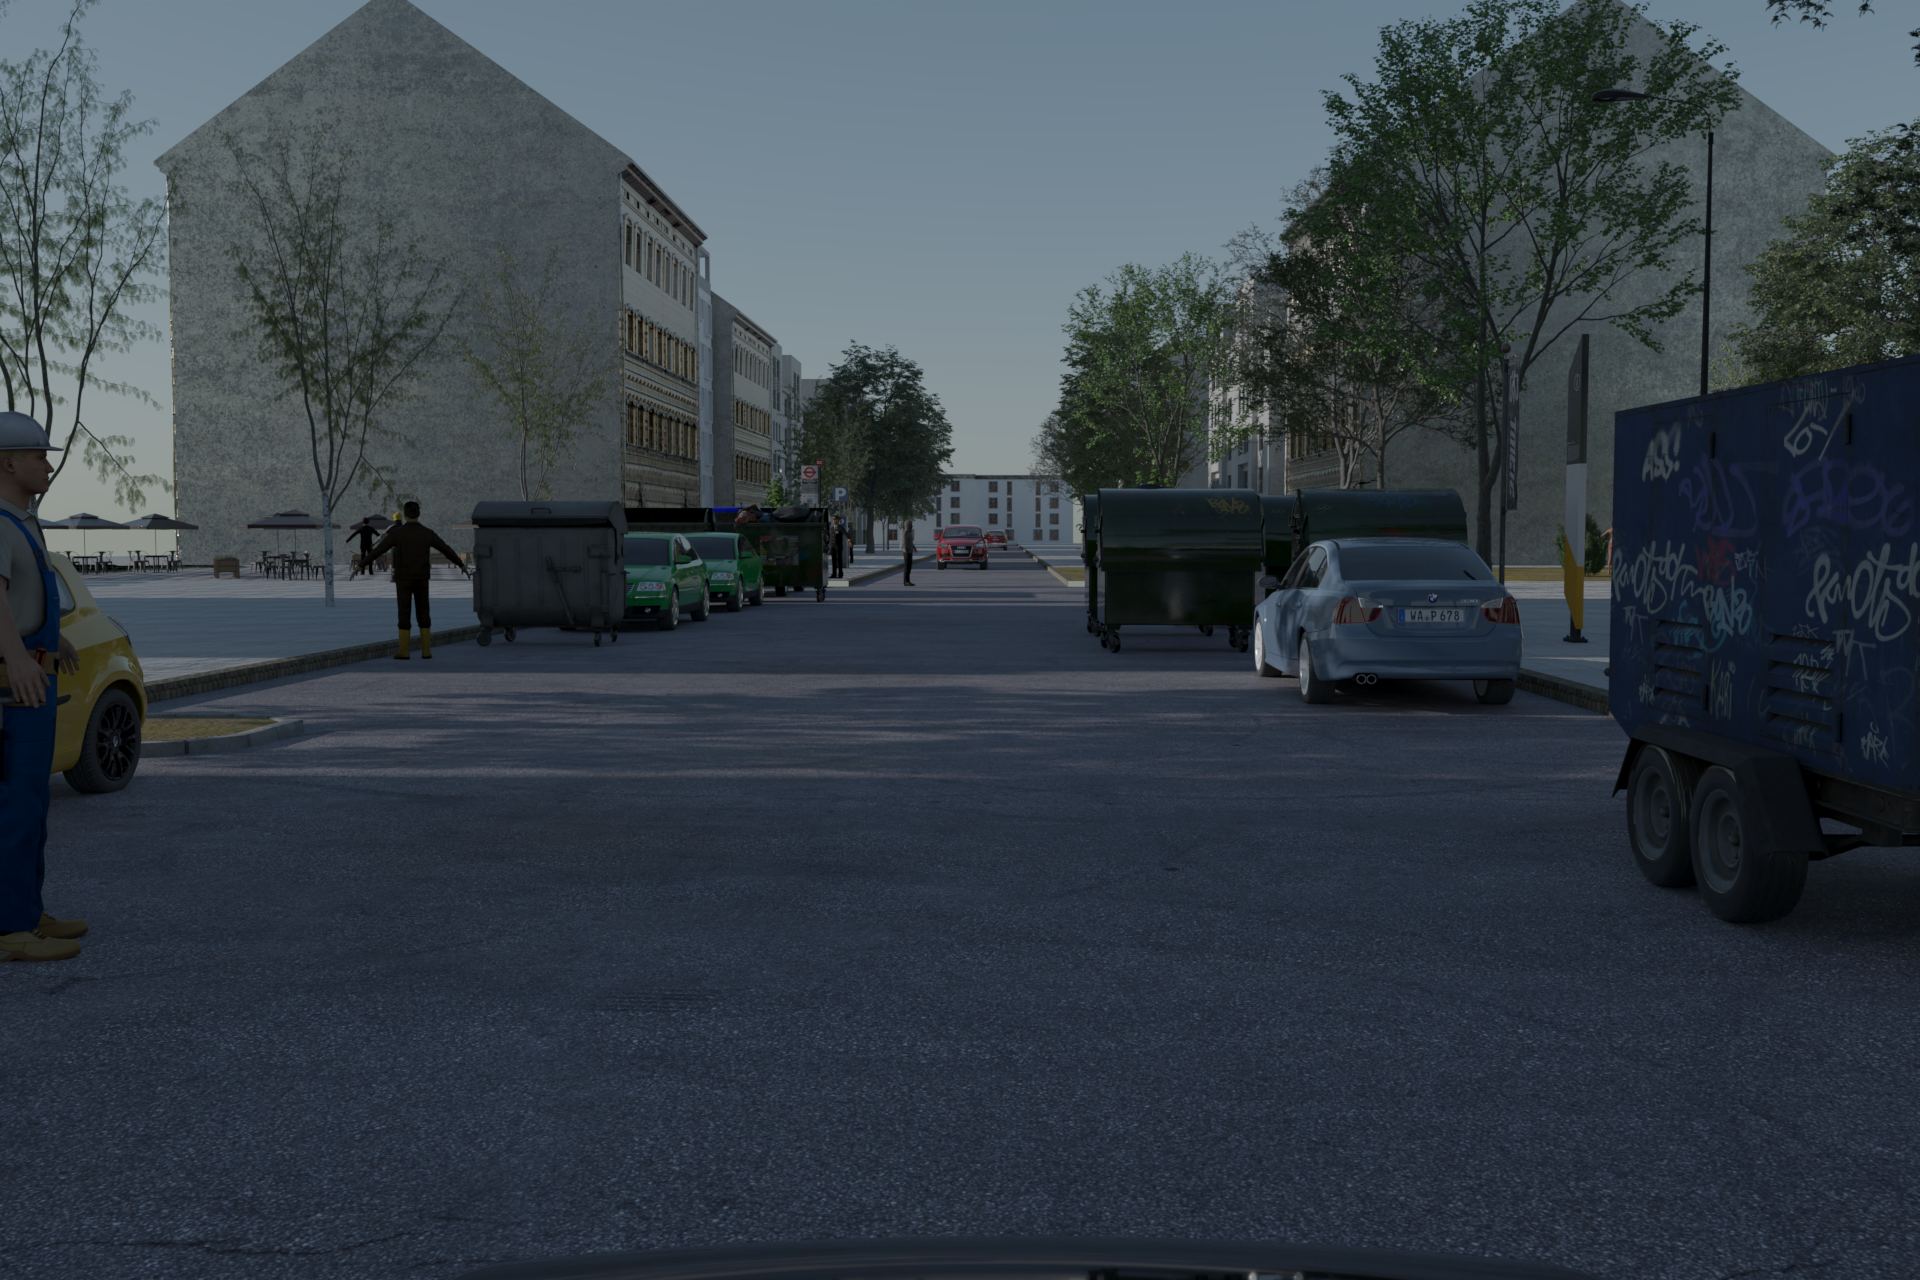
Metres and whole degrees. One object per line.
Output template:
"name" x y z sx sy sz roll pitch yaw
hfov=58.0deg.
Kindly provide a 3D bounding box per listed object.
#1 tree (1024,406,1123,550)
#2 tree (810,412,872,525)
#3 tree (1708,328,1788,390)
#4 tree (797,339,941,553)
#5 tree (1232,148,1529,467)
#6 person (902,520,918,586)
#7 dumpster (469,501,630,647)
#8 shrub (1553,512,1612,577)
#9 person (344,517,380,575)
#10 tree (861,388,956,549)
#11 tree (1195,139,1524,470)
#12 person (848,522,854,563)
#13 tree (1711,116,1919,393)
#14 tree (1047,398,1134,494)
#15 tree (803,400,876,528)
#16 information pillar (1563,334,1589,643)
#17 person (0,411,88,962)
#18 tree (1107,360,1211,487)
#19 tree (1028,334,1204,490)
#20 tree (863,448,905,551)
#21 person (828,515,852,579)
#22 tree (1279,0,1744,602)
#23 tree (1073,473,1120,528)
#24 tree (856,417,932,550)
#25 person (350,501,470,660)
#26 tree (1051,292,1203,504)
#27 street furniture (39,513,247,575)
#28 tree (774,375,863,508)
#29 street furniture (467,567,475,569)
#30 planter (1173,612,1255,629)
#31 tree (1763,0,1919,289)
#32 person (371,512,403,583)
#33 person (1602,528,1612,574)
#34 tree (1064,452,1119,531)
"tree" 10.384 -14.292 144.038 12.009 13.543 11.850 0 3 0
"tree" -6.667 -9.319 102.732 4.360 8.622 3.978 0 3 0
"tree" 28.820 -6.882 62.878 4.737 8.622 4.395 0 3 0
"tree" -5.865 -12.725 114.716 9.857 13.997 8.962 0 3 0
"tree" 10.146 -6.601 42.334 7.601 10.594 8.767 1 4 13
"person" -1.400 -2.396 47.767 0.705 1.813 1.348 1 4 9
"dumpster" -5.311 -0.873 22.493 1.865 1.857 1.264 0 4 1
"shrub" 18.725 -2.917 52.107 1.690 2.028 1.600 0 3 0
"person" -18.609 -2.943 54.300 1.347 1.806 0.705 -1 4 -17
"tree" -5.042 -14.931 150.771 9.857 13.997 8.962 0 3 0
"tree" 11.941 -8.735 53.180 12.009 13.543 11.850 0 3 0
"person" -4.826 -4.276 76.049 0.705 1.813 1.348 -1 4 -10
"tree" 27.864 -8.913 52.389 9.857 13.997 8.962 0 3 0
"tree" 9.327 -11.553 114.646 9.928 11.665 9.643 0 3 0
"tree" -5.997 -8.811 94.421 4.360 8.622 3.978 0 3 0
"information pillar" 7.310 -1.785 20.541 0.183 3.616 0.504 0 4 2
"person" -3.192 0.146 5.923 0.705 1.847 1.347 -1 4 -23
"tree" 7.802 -7.503 73.029 4.360 8.622 3.978 0 3 0
"tree" 9.241 -11.696 101.604 12.009 13.543 11.850 0 3 0
"tree" -5.853 -11.081 131.543 4.360 8.622 3.978 0 3 0
"person" -3.577 -2.695 50.004 1.347 1.837 0.705 3 4 38
"tree" 10.084 -6.529 32.506 9.928 11.665 9.643 0 3 0
"tree" 10.228 -11.219 133.794 4.737 8.622 4.395 0 3 0
"tree" -5.941 -12.487 138.567 8.767 10.594 7.601 1 4 15
"person" -6.278 -0.689 19.852 1.346 1.812 0.704 -2 4 -29
"tree" 7.760 -9.974 81.208 7.486 12.596 7.792 0 3 0
"street furniture" -32.191 -2.914 52.666 14.083 1.986 27.439 0 4 -3
"tree" -6.836 -8.004 81.224 4.737 8.622 4.395 0 3 0
"street furniture" -12.524 -3.041 56.576 9.812 1.723 11.010 1 4 15
"planter" 4.328 -0.368 27.163 1.991 0.319 1.994 0 4 2
"tree" 10.067 -4.766 12.332 8.767 10.594 7.601 0 4 -3
"person" -14.839 -2.444 45.733 1.351 1.858 0.704 -2 4 -28
"person" 20.893 -2.964 55.261 1.217 1.733 0.721 3 4 39
"tree" 9.729 -10.585 123.420 4.737 8.622 4.395 0 3 0
